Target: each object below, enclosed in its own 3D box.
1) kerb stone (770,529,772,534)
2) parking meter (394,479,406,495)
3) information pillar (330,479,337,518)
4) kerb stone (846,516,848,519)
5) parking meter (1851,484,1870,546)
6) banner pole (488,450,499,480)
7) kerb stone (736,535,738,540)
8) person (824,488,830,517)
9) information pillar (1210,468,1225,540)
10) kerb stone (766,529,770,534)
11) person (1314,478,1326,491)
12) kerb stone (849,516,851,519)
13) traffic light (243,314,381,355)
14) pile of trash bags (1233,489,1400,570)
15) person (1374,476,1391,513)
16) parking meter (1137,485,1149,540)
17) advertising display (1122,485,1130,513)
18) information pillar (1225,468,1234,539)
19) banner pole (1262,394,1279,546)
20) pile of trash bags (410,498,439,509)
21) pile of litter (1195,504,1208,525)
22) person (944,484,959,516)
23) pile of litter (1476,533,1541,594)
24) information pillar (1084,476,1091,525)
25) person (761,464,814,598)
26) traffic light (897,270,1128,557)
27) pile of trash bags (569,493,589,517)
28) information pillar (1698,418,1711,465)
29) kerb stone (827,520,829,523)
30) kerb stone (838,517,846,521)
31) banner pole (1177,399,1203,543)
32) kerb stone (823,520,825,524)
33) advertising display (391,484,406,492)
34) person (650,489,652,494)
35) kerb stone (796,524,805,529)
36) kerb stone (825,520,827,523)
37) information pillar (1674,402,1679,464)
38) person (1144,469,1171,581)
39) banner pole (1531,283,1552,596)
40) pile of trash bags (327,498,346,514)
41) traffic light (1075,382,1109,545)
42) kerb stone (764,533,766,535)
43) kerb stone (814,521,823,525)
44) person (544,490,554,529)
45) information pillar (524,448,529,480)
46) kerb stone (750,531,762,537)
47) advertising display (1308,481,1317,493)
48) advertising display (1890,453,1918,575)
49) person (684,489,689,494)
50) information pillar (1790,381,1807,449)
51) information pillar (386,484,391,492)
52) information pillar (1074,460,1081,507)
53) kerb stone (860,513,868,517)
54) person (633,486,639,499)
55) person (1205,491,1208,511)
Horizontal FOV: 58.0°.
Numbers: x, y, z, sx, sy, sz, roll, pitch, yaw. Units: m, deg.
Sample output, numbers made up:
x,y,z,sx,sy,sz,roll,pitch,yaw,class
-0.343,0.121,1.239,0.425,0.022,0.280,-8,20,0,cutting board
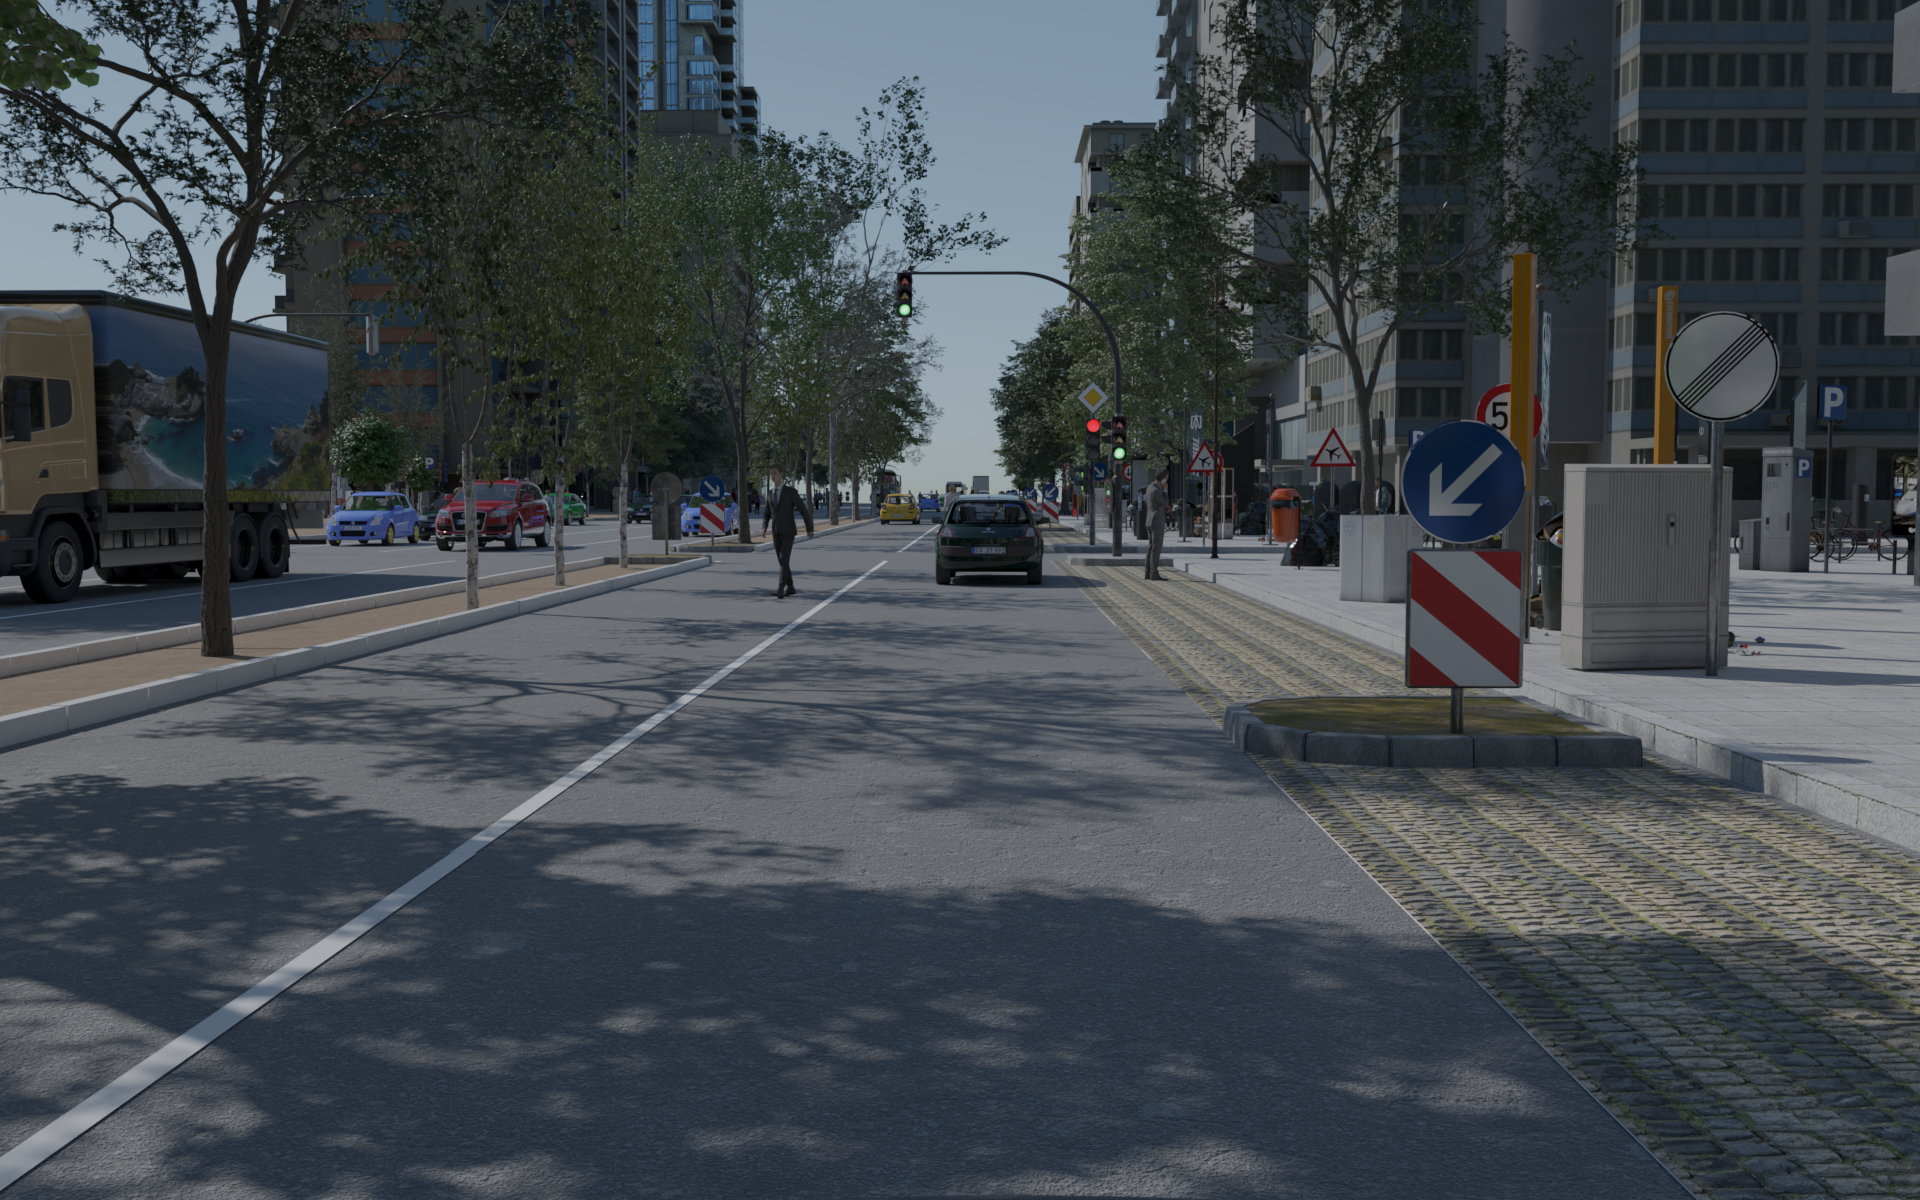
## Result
x,y,z,sx,sy,sz,roll,pitch,yaw,class
-6.895,-2.426,61.866,0.120,0.150,1.000,0,4,1,kerb stone
-21.796,-3.775,67.432,0.399,1.863,0.255,2,4,30,parking meter
-31.222,-5.000,86.239,0.304,2.012,0.304,-1,4,-14,information pillar
-6.440,-4.493,95.661,0.120,0.150,1.000,0,4,1,kerb stone
22.354,-2.116,43.000,0.372,1.533,0.369,0,3,0,parking meter
-23.225,-5.876,86.088,0.401,3.779,0.863,3,4,37,banner pole
-7.000,-1.925,53.674,0.120,0.150,1.000,0,4,1,kerb stone
-8.487,-6.258,110.626,0.447,1.846,0.655,-1,4,-9,person
7.169,-2.688,48.443,0.304,2.012,0.304,0,3,0,information pillar
-6.899,-2.364,60.844,0.120,0.150,1.000,0,4,1,kerb stone
12.049,-3.147,57.685,0.511,1.800,0.466,0,4,-5,person
-6.407,-4.619,97.708,0.120,0.150,1.000,0,4,1,kerb stone
-17.061,-4.223,43.715,4.771,5.953,1.251,0,4,1,traffic light
6.506,-1.277,30.635,1.912,1.369,3.447,3,5,41,pile of trash bags
11.951,-2.615,49.154,0.721,1.781,0.623,-1,4,-21,person
5.122,-2.444,48.364,0.372,1.533,0.369,0,3,0,parking meter
11.242,-6.948,118.811,0.974,1.923,0.123,3,4,38,advertising display
7.541,-2.724,49.025,0.304,2.012,0.304,-1,4,-17,information pillar
7.672,-3.240,42.997,0.401,3.779,0.863,2,4,24,banner pole
-26.322,-4.706,86.696,3.447,1.369,1.912,-2,4,-35,pile of trash bags
9.925,-3.605,72.907,1.176,0.858,1.719,-3,4,-36,pile of litter
-0.124,-2.797,54.905,0.731,1.740,0.598,-1,4,-8,person
7.089,-0.544,22.860,1.176,0.858,1.719,-2,4,-33,pile of litter
5.287,-4.069,71.012,0.304,2.012,0.304,-1,4,-23,information pillar
-2.473,-0.956,23.904,0.659,1.850,0.755,2,4,31,person
1.107,-3.710,35.328,4.771,5.953,1.251,0,4,1,traffic light
-21.856,-5.331,96.915,1.912,1.369,3.447,-1,4,-17,pile of trash bags
21.005,-3.522,48.936,0.183,3.616,0.504,-1,4,-10,information pillar
-6.596,-3.798,84.383,0.120,0.150,1.000,0,4,1,kerb stone
-6.455,-4.430,94.632,0.120,0.150,1.000,0,4,1,kerb stone
6.101,-3.404,45.669,0.401,3.779,0.863,-3,5,-40,banner pole
-6.621,-3.678,82.335,0.120,0.150,1.000,0,4,1,kerb stone
-35.590,-6.401,109.874,0.974,1.923,0.123,0,4,-7,advertising display
-18.040,-5.691,101.894,0.374,1.781,0.599,-2,4,-31,person
-6.739,-3.115,73.122,0.120,0.150,1.000,0,4,1,kerb stone
-6.605,-3.741,83.357,0.120,0.150,1.000,0,4,1,kerb stone
17.858,-3.202,43.702,0.183,3.616,0.504,-3,5,-44,information pillar
3.284,-1.240,28.583,0.447,1.846,0.655,-1,4,-12,person
7.011,-1.888,20.880,0.401,3.779,0.863,2,4,30,banner pole
-40.165,-6.066,108.934,1.912,1.369,3.447,3,5,39,pile of trash bags
3.306,-3.334,43.426,0.839,4.253,0.868,0,4,1,traffic light
-6.919,-2.301,59.822,0.120,0.150,1.000,0,4,1,kerb stone
-6.633,-3.616,81.310,0.120,0.150,1.000,0,4,1,kerb stone
-16.868,-3.704,70.878,0.589,1.601,0.330,2,4,26,person
-21.955,-5.897,87.770,0.183,3.616,0.504,0,4,1,information pillar
-6.934,-2.237,58.797,0.120,0.150,1.000,0,4,1,kerb stone
17.374,-4.821,84.042,0.974,1.923,0.123,2,4,31,advertising display
15.203,-1.356,27.383,0.123,1.923,0.974,-2,4,-27,advertising display
-23.424,-8.643,147.797,0.568,1.767,0.683,-3,5,-44,person
17.344,-2.724,35.884,0.504,3.616,0.183,-3,4,-36,information pillar
-36.606,-7.329,111.178,0.504,3.616,0.183,-2,4,-29,information pillar
7.461,-7.258,110.022,0.504,3.616,0.183,0,4,0,information pillar
-6.229,-5.497,112.067,0.120,0.150,1.000,0,4,1,kerb stone
-20.934,-6.444,111.419,0.620,1.820,0.660,-1,4,-14,person
12.690,-4.926,86.793,0.699,1.804,1.509,0,4,-3,person
